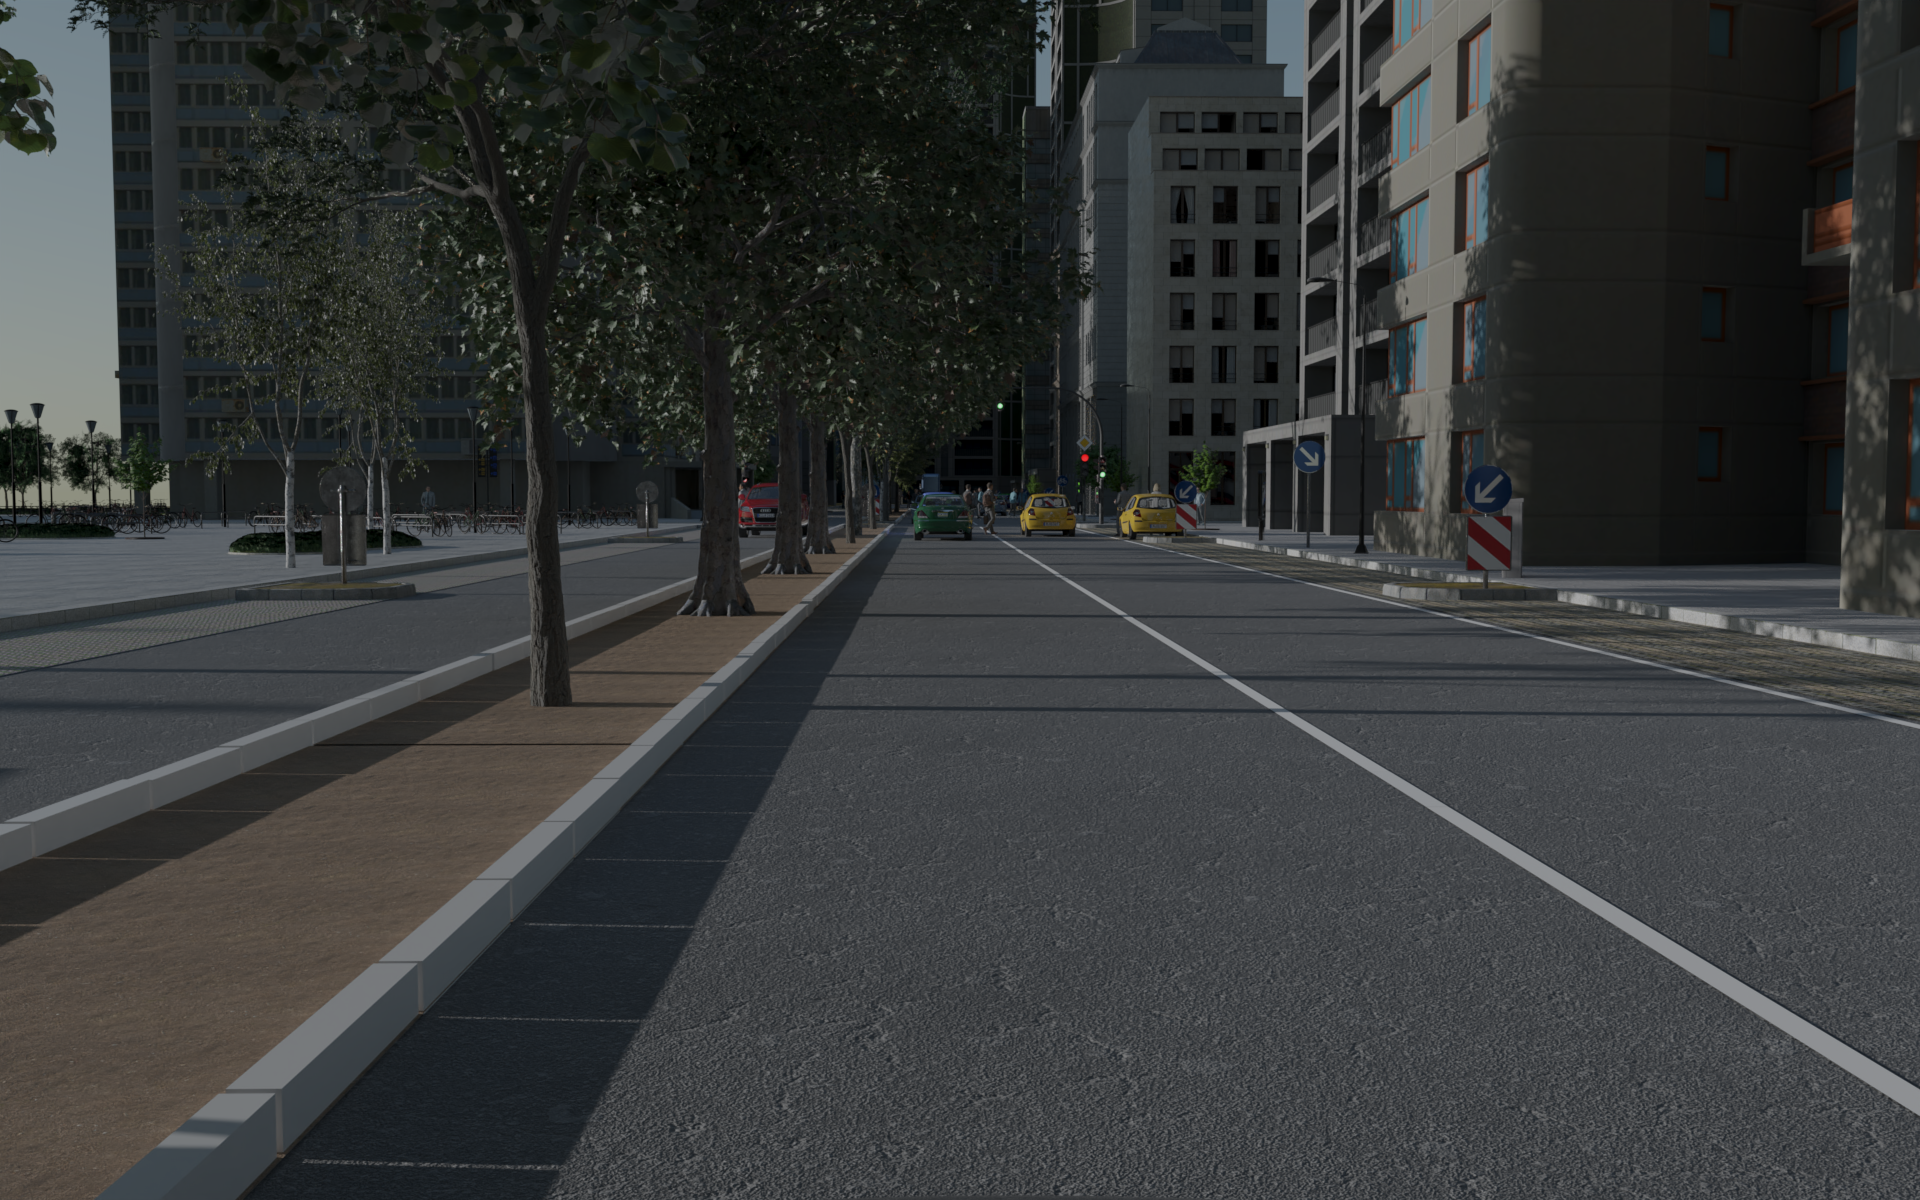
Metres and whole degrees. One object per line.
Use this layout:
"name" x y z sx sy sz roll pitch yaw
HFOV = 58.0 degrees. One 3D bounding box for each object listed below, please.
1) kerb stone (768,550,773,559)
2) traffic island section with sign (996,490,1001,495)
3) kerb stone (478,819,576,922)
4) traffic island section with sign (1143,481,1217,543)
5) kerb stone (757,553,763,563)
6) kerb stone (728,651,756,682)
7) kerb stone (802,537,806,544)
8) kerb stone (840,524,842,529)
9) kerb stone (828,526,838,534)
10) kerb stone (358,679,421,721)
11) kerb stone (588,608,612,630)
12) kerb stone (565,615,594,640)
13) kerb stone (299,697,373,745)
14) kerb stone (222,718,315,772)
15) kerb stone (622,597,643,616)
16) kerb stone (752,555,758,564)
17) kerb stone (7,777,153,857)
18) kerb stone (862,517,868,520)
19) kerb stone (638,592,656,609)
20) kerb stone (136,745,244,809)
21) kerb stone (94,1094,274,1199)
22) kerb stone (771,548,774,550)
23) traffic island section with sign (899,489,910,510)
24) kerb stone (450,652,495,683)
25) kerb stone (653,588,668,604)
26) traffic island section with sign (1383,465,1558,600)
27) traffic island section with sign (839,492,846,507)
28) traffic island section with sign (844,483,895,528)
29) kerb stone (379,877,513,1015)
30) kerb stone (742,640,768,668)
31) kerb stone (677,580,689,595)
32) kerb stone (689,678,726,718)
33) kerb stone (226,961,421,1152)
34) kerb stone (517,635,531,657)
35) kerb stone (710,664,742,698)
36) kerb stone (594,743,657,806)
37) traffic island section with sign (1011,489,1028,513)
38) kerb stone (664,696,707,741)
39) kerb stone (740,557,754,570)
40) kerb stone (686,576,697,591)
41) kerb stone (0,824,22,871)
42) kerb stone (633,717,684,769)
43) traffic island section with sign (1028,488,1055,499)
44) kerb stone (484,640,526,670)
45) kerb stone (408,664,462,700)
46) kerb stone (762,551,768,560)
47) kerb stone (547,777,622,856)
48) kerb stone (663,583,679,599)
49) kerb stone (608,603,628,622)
"kerb stone" -4.279 -0.968 38.036 0.120 0.150 1.000 0 4 -1
"traffic island section with sign" 3.925 -10.717 183.850 1.989 1.847 2.006 0 4 -1
"kerb stone" -1.566 0.974 6.288 0.120 0.150 1.000 0 4 -1
"traffic island section with sign" 6.477 -2.612 51.333 1.989 1.847 2.006 0 4 -1
"kerb stone" -4.247 -0.838 35.993 0.120 0.150 1.000 0 4 -1
"kerb stone" -1.709 0.539 13.442 0.120 0.150 1.000 0 4 -1
"kerb stone" -4.539 -1.784 51.363 0.120 0.150 1.000 0 4 -1
"kerb stone" -4.875 -2.846 68.759 0.120 0.150 1.000 0 4 -1
"kerb stone" -4.816 -2.660 65.693 0.120 0.150 1.000 0 4 -1
"kerb stone" -3.764 0.663 11.373 0.120 0.150 1.000 0 4 -1
"kerb stone" -3.906 0.222 18.559 0.120 0.150 1.000 0 4 -1
"kerb stone" -3.888 0.285 17.538 0.120 0.150 1.000 0 4 -1
"kerb stone" -3.746 0.726 10.351 0.120 0.150 1.000 0 4 -1
"kerb stone" -3.727 0.787 9.329 0.120 0.150 1.000 0 4 -1
"kerb stone" -3.947 0.098 20.616 0.120 0.150 1.000 0 4 -1
"kerb stone" -4.231 -0.781 34.957 0.120 0.150 1.000 0 4 -1
"kerb stone" -3.693 0.912 7.286 0.120 0.150 1.000 0 4 -1
"kerb stone" -5.506 -4.817 101.109 0.120 0.150 1.000 0 4 -1
"kerb stone" -3.969 0.035 21.637 0.120 0.150 1.000 0 4 -1
"kerb stone" -3.708 0.856 8.308 0.120 0.150 1.000 0 4 -1
"kerb stone" -1.515 1.161 3.210 0.120 0.150 1.000 0 4 -1
"kerb stone" -4.302 -1.030 39.068 0.120 0.150 1.000 0 4 -1
"traffic island section with sign" -5.516 -9.068 156.398 2.006 1.907 1.989 0 4 -1
"kerb stone" -3.814 0.540 13.434 0.120 0.150 1.000 0 4 -1
"kerb stone" -3.991 -0.022 22.667 0.120 0.150 1.000 0 4 -1
"traffic island section with sign" 6.999 -0.947 24.118 1.989 1.847 2.006 0 4 -1
"traffic island section with sign" -11.822 -10.760 184.552 1.989 1.847 2.006 0 4 -1
"traffic island section with sign" -3.923 -4.020 73.868 2.006 1.907 1.989 0 4 -1
"kerb stone" -1.546 1.036 5.260 0.120 0.150 1.000 0 4 -1
"kerb stone" -1.733 0.474 14.463 0.120 0.150 1.000 0 4 -1
"kerb stone" -4.032 -0.154 24.710 0.120 0.150 1.000 0 4 -1
"kerb stone" -1.674 0.660 11.398 0.120 0.150 1.000 0 4 -1
"kerb stone" -1.533 1.098 4.238 0.120 0.150 1.000 0 4 -1
"kerb stone" -3.849 0.410 15.493 0.120 0.150 1.000 0 4 -1
"kerb stone" -1.692 0.599 12.420 0.120 0.150 1.000 0 4 -1
"kerb stone" -1.609 0.848 8.332 0.120 0.150 1.000 0 4 -1
"traffic island section with sign" 4.878 -7.696 134.465 1.989 1.847 2.006 0 4 -1
"kerb stone" -1.656 0.723 10.375 0.120 0.150 1.000 0 4 -1
"kerb stone" -4.206 -0.718 33.934 0.120 0.150 1.000 0 4 -1
"kerb stone" -4.048 -0.216 25.732 0.120 0.150 1.000 0 4 -1
"kerb stone" -3.675 0.979 6.264 0.120 0.150 1.000 0 4 -1
"kerb stone" -1.633 0.785 9.353 0.120 0.150 1.000 0 4 -1
"traffic island section with sign" 5.402 -6.037 107.329 1.989 1.847 2.006 0 4 -1
"kerb stone" -3.826 0.472 14.471 0.120 0.150 1.000 0 4 -1
"kerb stone" -3.786 0.598 12.412 0.120 0.150 1.000 0 4 -1
"kerb stone" -4.268 -0.904 37.014 0.120 0.150 1.000 0 4 -1
"kerb stone" -1.585 0.912 7.310 0.120 0.150 1.000 0 4 -1
"kerb stone" -4.012 -0.091 23.688 0.120 0.150 1.000 0 4 -1
"kerb stone" -3.928 0.164 19.581 0.120 0.150 1.000 0 4 -1
